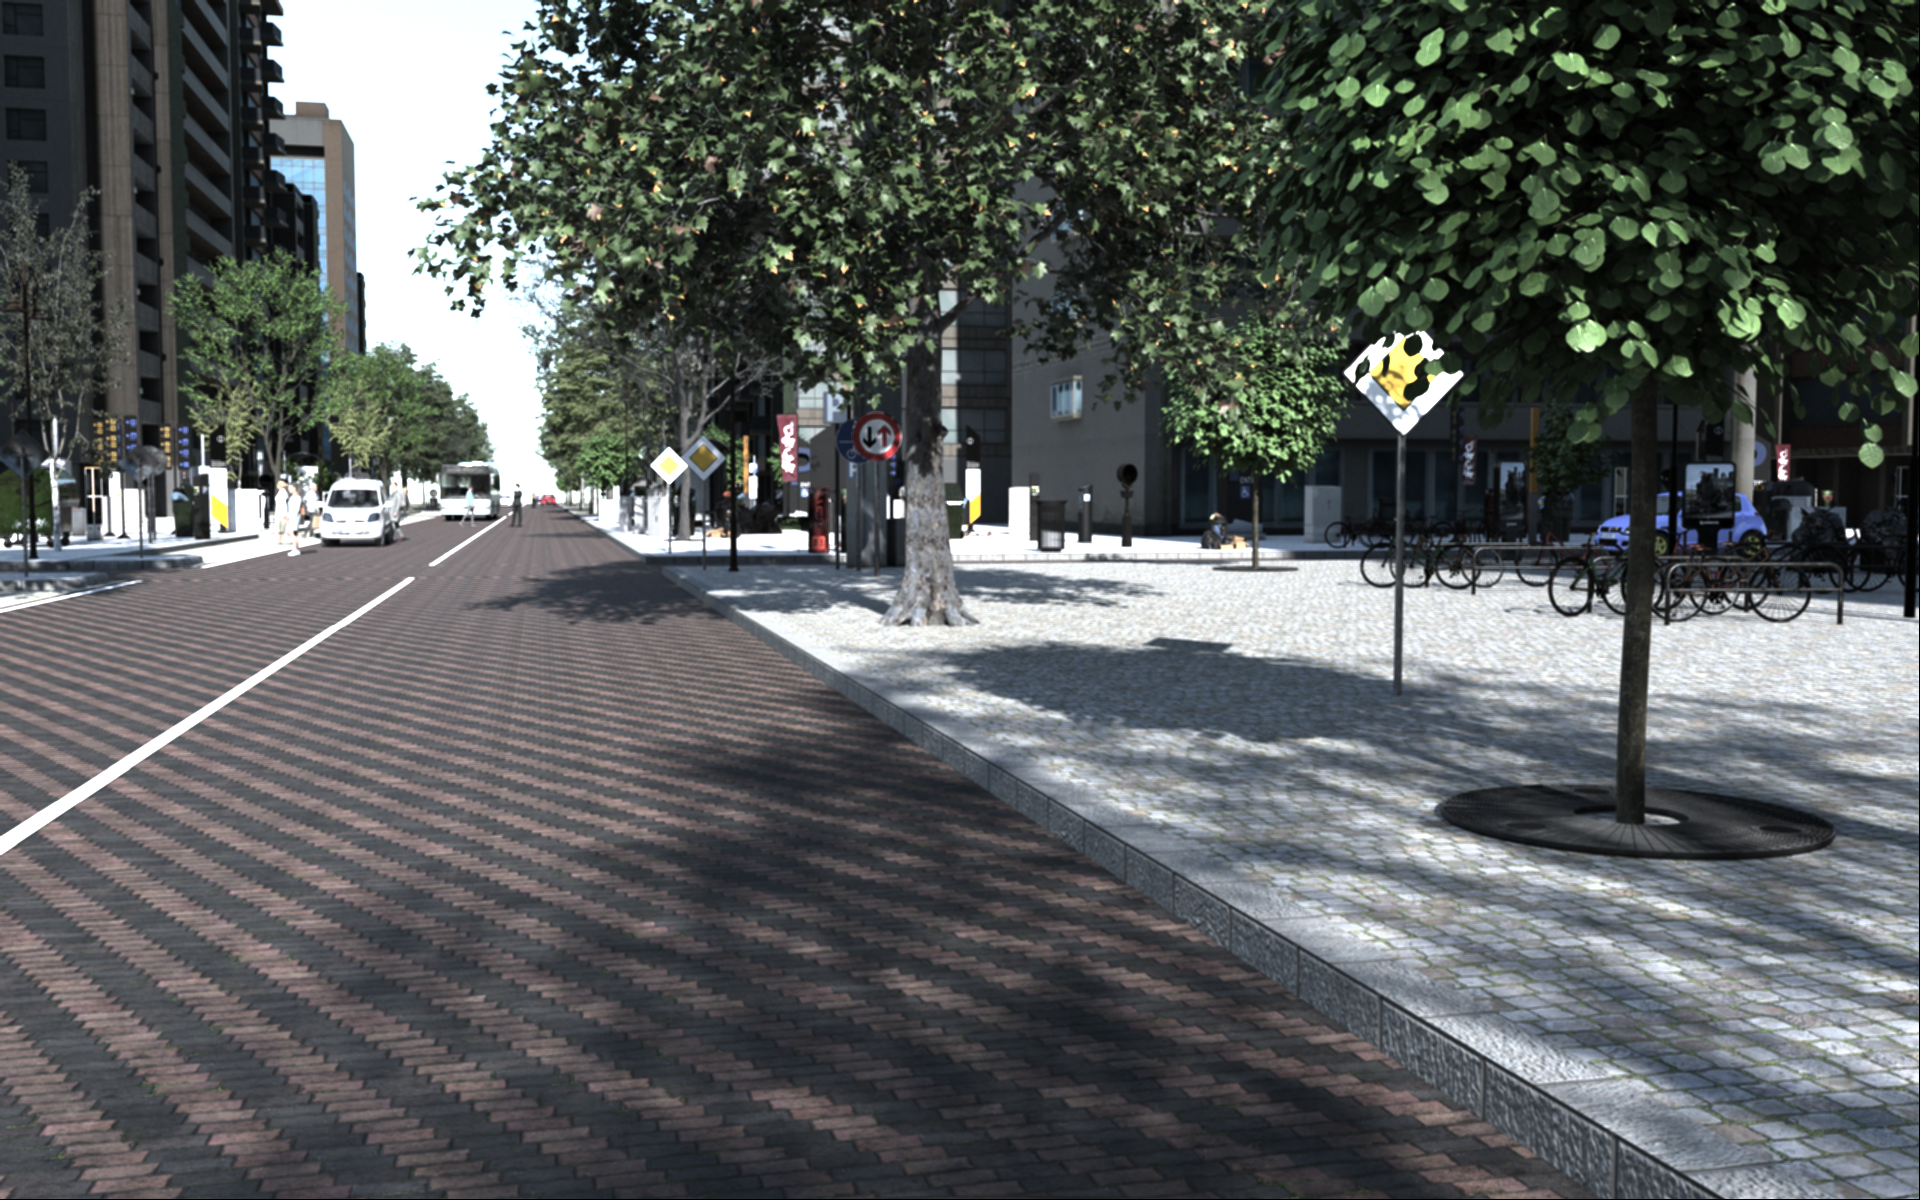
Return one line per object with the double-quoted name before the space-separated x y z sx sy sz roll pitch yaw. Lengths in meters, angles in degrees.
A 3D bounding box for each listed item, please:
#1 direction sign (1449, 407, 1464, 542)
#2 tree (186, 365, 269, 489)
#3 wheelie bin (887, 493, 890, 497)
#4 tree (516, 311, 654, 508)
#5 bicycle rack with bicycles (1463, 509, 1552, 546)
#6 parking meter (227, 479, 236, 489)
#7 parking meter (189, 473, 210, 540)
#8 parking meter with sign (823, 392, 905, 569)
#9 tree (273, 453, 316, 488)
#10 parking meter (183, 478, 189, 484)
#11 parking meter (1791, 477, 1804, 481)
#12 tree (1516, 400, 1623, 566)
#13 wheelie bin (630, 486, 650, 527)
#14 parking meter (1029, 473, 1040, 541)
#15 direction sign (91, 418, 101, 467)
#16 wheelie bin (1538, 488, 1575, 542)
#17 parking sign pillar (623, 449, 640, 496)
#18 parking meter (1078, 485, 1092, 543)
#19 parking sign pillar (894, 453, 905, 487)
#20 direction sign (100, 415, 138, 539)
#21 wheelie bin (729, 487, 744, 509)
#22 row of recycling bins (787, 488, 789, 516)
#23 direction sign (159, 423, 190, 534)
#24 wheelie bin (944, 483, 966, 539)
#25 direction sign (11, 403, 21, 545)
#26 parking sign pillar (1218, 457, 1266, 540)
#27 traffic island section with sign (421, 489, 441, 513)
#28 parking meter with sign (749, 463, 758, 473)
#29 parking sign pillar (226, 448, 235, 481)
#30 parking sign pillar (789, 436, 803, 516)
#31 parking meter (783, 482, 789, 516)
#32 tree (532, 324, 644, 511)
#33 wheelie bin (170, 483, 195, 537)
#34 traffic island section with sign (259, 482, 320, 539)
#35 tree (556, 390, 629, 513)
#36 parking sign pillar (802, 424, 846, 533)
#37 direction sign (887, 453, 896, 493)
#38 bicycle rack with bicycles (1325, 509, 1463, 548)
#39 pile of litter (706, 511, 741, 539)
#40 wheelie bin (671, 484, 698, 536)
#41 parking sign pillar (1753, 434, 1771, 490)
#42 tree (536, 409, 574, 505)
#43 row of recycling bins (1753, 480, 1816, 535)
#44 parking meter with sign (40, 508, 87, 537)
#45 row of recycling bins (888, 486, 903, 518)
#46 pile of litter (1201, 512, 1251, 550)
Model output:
"direction sign" 12.863 -3.235 44.883 0.379 3.537 0.876 3 4 37
"tree" -40.080 -8.879 95.536 4.737 8.622 4.395 0 3 0
"wheelie bin" -3.032 -3.397 63.455 0.980 1.594 0.693 -1 4 -19
"tree" -33.588 -18.310 155.264 12.611 20.169 13.585 0 3 0
"bicycle rack with bicycles" 13.386 -1.784 42.551 2.852 0.926 2.925 1 4 14
"parking meter" -28.686 -3.815 68.083 0.399 1.863 0.255 1 4 22
"parking meter" -21.436 -2.644 48.945 0.255 1.863 0.399 1 4 20
"parking meter with sign" -1.599 -2.072 30.137 0.543 3.016 1.738 3 4 36
"tree" -31.277 -5.288 81.053 1.663 3.219 1.824 0 3 0
"parking meter" -28.128 -3.518 63.236 0.255 1.863 0.399 1 4 11
"parking meter" 28.314 -3.238 58.659 0.399 1.863 0.255 3 5 41
"tree" 10.376 -2.151 29.775 1.663 3.219 1.824 0 3 0
"wheelie bin" -12.573 -3.699 68.390 0.980 1.594 0.693 -2 4 -30
"parking meter" 2.038 -2.545 47.328 0.255 1.863 0.399 0 4 -3
"direction sign" -25.669 -3.681 52.181 0.379 3.537 0.876 3 4 37
"wheelie bin" 16.068 -2.364 46.563 0.980 1.594 0.693 -1 4 -10
"parking sign pillar" -20.523 -7.315 108.079 1.447 3.967 1.447 -3 5 -44
"parking meter" 3.319 -2.295 45.938 0.372 1.533 0.369 0 3 0
"parking sign pillar" -3.268 -6.526 95.179 1.447 3.967 1.447 1 4 12
"direction sign" -24.090 -3.535 49.797 0.876 3.537 0.379 -3 5 -41
"wheelie bin" -9.721 -4.137 75.541 0.980 1.594 0.693 0 4 -4
"row of recycling bins" -6.214 -4.315 77.667 3.534 1.692 1.069 2 4 25
"direction sign" -25.199 -3.891 55.616 0.876 3.537 0.379 -2 4 -30
"wheelie bin" -0.326 -2.536 49.373 0.980 1.594 0.693 -2 4 -27
"direction sign" -23.599 -3.137 43.288 0.379 3.537 0.876 -2 4 -25
"parking sign pillar" 7.861 -3.673 48.518 1.447 3.967 1.447 -2 4 -31
"traffic island section with sign" -39.772 -7.491 131.105 1.989 1.847 2.006 -1 4 -14
"parking meter with sign" -11.728 -6.139 96.626 0.543 3.016 1.738 0 4 7
"parking sign pillar" -42.820 -6.910 101.455 1.447 3.967 1.447 -1 4 -12
"parking sign pillar" -6.501 -5.135 72.429 1.447 3.967 1.447 -1 4 -9
"parking meter" -8.426 -4.791 84.039 0.255 1.863 0.399 1 4 13
"tree" -27.415 -13.689 130.466 9.857 13.997 8.962 0 3 0
"wheelie bin" -23.156 -2.684 51.784 0.693 1.594 0.980 0 4 0
"traffic island section with sign" -21.688 -2.926 56.467 1.989 1.847 2.006 -1 4 -14
"tree" -24.005 -10.059 114.834 4.737 8.622 4.395 0 3 0
"parking sign pillar" -4.315 -4.226 57.564 1.447 3.967 1.447 0 4 3
"direction sign" -3.262 -5.251 77.856 0.876 3.537 0.379 2 4 25
"bicycle rack with bicycles" 10.397 -1.726 41.607 2.925 0.926 2.852 1 4 20
"pile of litter" -6.981 -2.257 50.867 1.176 0.858 1.719 1 4 15
"wheelie bin" -8.470 -2.776 53.297 0.693 1.594 0.980 1 4 11
"parking sign pillar" 28.572 -4.533 62.583 1.447 3.967 1.447 2 4 27
"tree" -44.584 -16.617 197.444 9.928 11.665 9.643 0 3 0
"row of recycling bins" 25.595 -2.854 53.779 1.069 1.692 3.534 0 4 7
"parking meter with sign" -27.309 -3.416 52.118 1.738 3.016 0.543 -1 4 -18
"row of recycling bins" -2.980 -5.194 92.039 1.069 1.692 3.534 1 4 19
"pile of litter" 6.281 -1.623 40.498 1.719 0.858 1.176 -3 5 -44
